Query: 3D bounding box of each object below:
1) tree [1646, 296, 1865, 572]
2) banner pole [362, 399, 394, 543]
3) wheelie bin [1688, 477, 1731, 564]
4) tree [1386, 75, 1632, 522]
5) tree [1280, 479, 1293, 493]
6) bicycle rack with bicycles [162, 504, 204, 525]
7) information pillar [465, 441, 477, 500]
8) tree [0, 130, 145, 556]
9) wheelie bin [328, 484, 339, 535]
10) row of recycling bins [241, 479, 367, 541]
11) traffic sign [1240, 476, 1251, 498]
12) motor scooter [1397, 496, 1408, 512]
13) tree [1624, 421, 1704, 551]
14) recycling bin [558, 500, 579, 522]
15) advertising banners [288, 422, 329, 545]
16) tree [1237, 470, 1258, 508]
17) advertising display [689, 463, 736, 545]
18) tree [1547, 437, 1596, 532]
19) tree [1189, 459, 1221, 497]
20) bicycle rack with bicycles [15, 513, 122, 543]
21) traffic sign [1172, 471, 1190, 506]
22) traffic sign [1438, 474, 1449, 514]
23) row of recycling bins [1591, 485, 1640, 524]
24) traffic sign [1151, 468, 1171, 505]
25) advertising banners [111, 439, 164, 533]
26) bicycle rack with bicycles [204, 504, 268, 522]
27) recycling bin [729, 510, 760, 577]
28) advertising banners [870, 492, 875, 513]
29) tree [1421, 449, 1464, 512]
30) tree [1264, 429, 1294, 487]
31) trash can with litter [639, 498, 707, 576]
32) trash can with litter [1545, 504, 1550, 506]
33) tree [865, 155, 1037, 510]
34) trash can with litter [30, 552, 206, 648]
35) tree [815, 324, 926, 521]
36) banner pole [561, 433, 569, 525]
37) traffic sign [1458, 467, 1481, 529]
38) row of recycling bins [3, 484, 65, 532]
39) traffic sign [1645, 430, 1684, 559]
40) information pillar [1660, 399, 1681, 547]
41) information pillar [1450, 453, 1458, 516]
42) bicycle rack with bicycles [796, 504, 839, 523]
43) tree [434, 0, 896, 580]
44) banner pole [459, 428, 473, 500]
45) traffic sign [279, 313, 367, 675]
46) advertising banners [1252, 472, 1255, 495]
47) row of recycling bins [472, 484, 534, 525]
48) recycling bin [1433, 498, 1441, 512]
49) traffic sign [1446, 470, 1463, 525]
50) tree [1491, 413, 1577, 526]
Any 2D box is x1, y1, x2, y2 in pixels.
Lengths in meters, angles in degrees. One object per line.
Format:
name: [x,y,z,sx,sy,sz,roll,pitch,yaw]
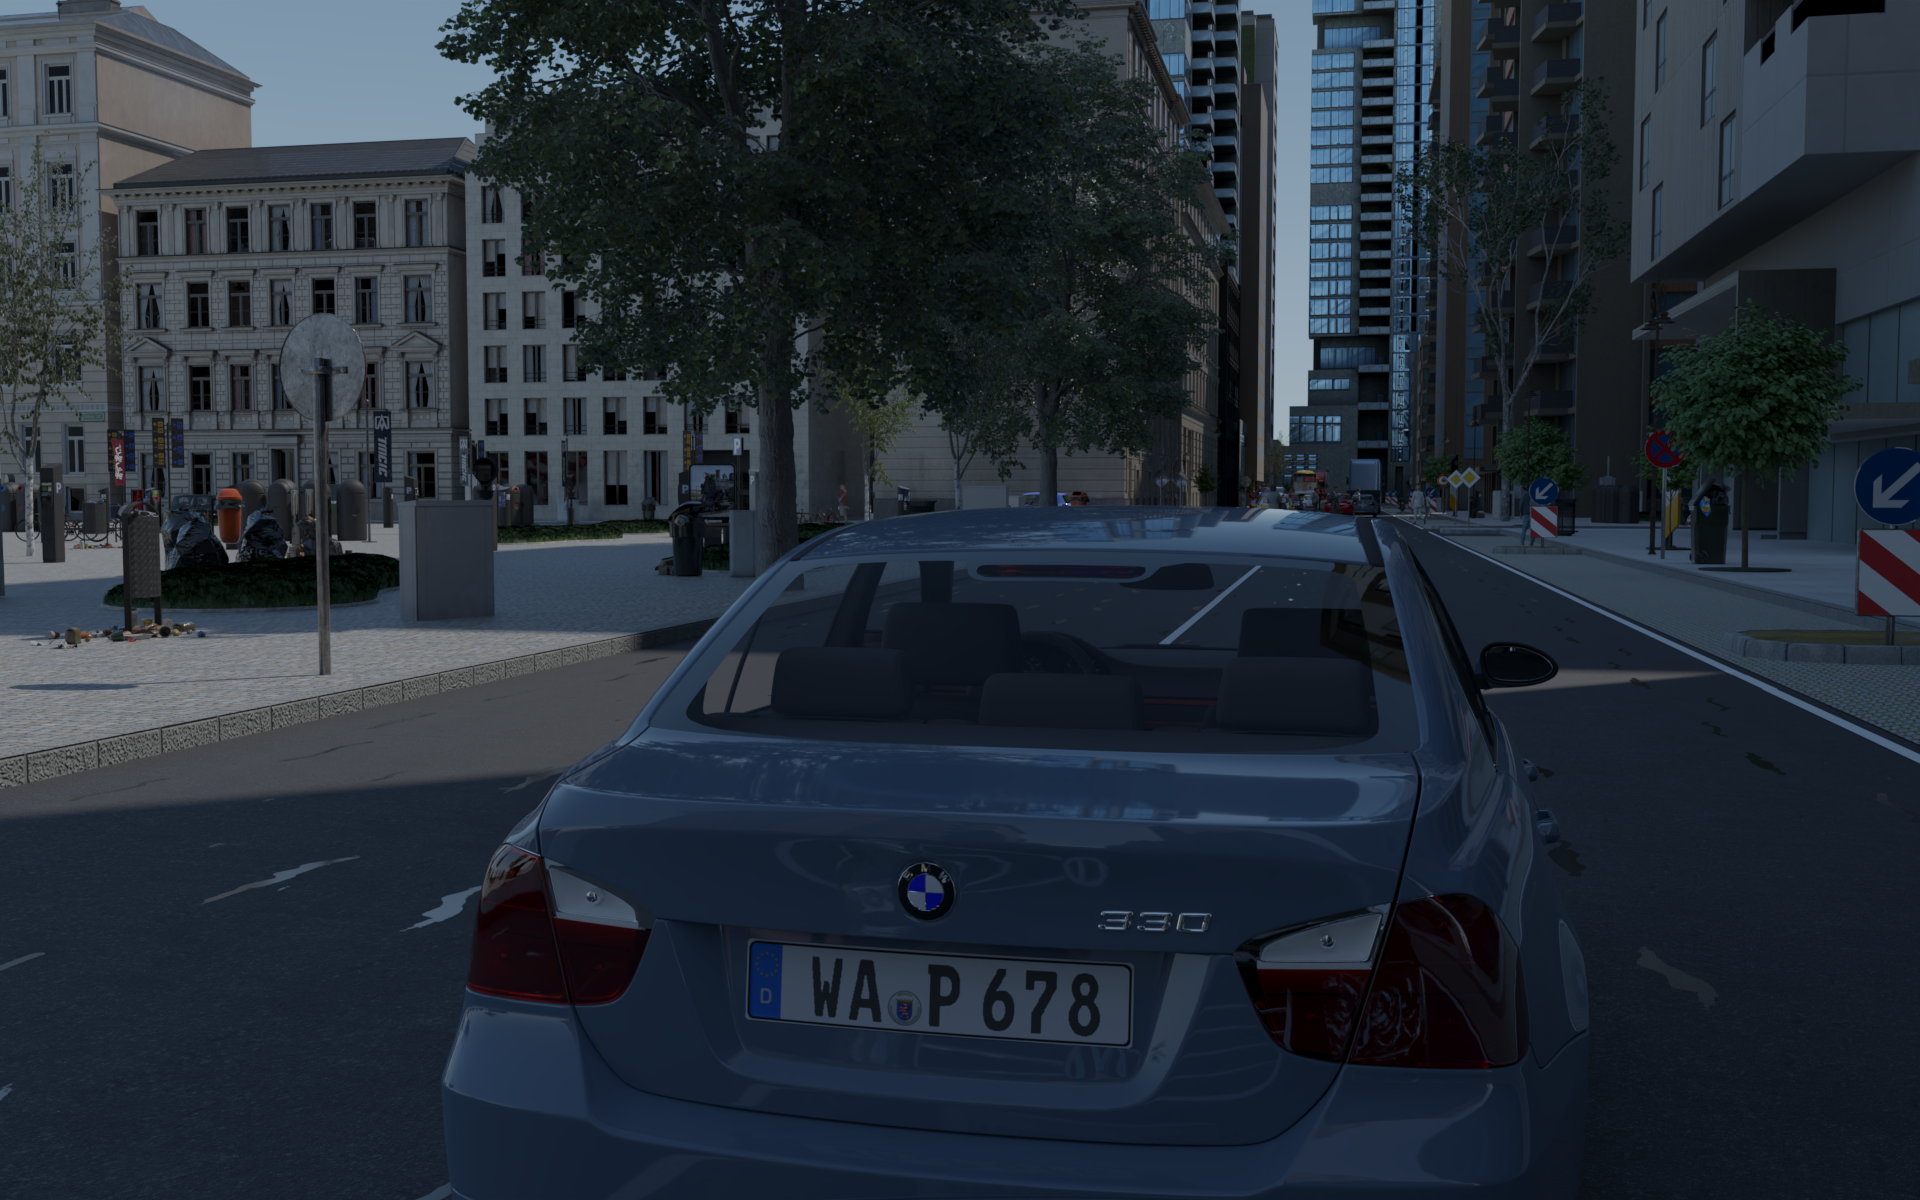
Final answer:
tree: [13.242,-2.764,28.910,4.285,4.588,4.351,0,3,0]
banner pole: [-15.452,-3.418,45.901,0.863,3.779,0.401,0,4,-4]
wheelie bin: [13.766,-1.461,31.793,0.693,1.594,0.980,1,4,14]
tree: [26.319,-13.659,79.221,12.611,20.169,13.585,0,3,0]
tree: [41.631,-13.818,220.528,1.663,3.219,1.824,0,3,0]
bicycle rack with bicycles: [-27.470,-2.909,60.952,2.852,0.926,2.925,-1,4,-16]
information pillar: [-20.290,-4.920,71.796,0.504,3.616,0.183,-1,4,-11]
tree: [-19.223,-5.223,35.766,4.360,8.622,3.978,0,3,0]
wheelie bin: [-19.727,-2.858,54.636,0.980,1.594,0.693,1,4,10]
row of recycling bins: [-18.063,-2.473,47.541,3.534,1.692,1.069,0,4,-1]
traffic sign: [20.286,-7.522,123.084,0.768,2.556,0.104,1,4,17]
motor scooter: [33.391,-7.214,130.729,0.815,1.314,1.986,1,4,14]
tree: [16.367,-2.753,39.613,1.663,3.219,1.824,0,3,0]
recycling bin: [-17.999,-4.102,79.626,0.722,1.027,0.722,2,4,25]
advertising banners: [-15.867,-2.816,42.232,2.074,3.025,0.090,3,5,43]
tree: [22.893,-8.743,137.554,1.663,3.219,1.824,0,3,0]
advertising display: [-5.194,-1.905,36.362,0.974,1.923,0.123,0,4,-2]
tree: [20.246,-3.891,58.222,1.663,3.219,1.824,0,3,0]
tree: [13.448,-6.123,94.720,1.663,3.219,1.824,0,3,0]
bicycle rack with bicycles: [-23.803,-2.033,46.615,2.925,0.926,2.852,-1,4,-21]
traffic sign: [9.440,-4.311,74.120,0.795,2.450,0.064,1,4,13]
traffic sign: [31.377,-6.869,112.417,0.768,2.556,0.104,1,4,14]
row of recycling bins: [28.846,-4.234,76.337,1.069,1.692,3.534,0,4,-4]
traffic sign: [7.697,-3.834,66.327,0.795,2.450,0.064,1,4,13]
advertising banners: [-26.377,-3.631,55.559,0.090,3.025,2.074,1,4,20]
bicycle rack with bicycles: [-23.664,-2.775,58.752,2.925,0.926,2.852,-3,4,-36]
recycling bin: [-3.226,-0.884,27.013,0.722,1.027,0.722,-1,4,-9]
advertising banners: [-5.092,-7.264,114.954,2.074,3.025,0.090,-2,4,-33]
tree: [35.253,-8.721,126.304,4.285,4.588,4.351,0,3,0]
tree: [35.992,-15.096,197.175,4.360,8.622,3.978,0,3,0]
trash can with litter: [-4.452,-0.969,27.223,0.624,1.170,1.055,-3,5,-43]
trash can with litter: [18.784,-2.727,55.975,0.624,1.170,1.055,1,4,13]
tree: [-0.069,-5.342,37.708,4.360,8.622,3.978,0,3,0]
trash can with litter: [-7.601,-0.267,15.425,1.678,1.210,2.233,0,4,4]
tree: [-3.318,-7.059,65.774,4.737,8.622,4.395,0,3,0]
banner pole: [-16.201,-4.959,71.101,0.401,3.779,0.863,1,4,8]
traffic sign: [18.764,-3.682,63.840,0.795,2.450,0.064,1,4,13]
row of recycling bins: [-32.044,-3.173,58.985,3.534,1.692,1.069,1,4,16]
traffic sign: [13.868,-2.079,34.105,0.768,2.556,0.104,1,4,14]
information pillar: [16.842,-3.032,40.920,0.183,3.616,0.504,-1,4,-18]
information pillar: [28.290,-6.592,99.136,0.504,3.616,0.183,-2,4,-25]
bicycle rack with bicycles: [-6.021,-2.944,61.521,2.852,0.926,2.925,-3,4,-38]
tree: [-2.348,-7.104,22.812,9.857,13.997,8.962,0,3,0]
banner pole: [-18.753,-4.641,65.896,0.863,3.779,0.401,2,4,33]
traffic sign: [-4.509,-0.741,12.223,0.768,2.556,0.104,1,4,21]
advertising banners: [22.987,-8.508,135.291,0.090,3.025,2.074,0,4,3]
row of recycling bins: [-18.292,-3.800,69.251,1.069,1.692,3.534,1,4,20]
recycling bin: [33.674,-6.738,122.715,0.722,1.027,0.722,1,4,8]
traffic sign: [20.507,-4.158,71.633,0.795,2.450,0.064,1,4,13]
tree: [23.280,-5.290,70.204,4.285,4.588,4.351,0,3,0]
